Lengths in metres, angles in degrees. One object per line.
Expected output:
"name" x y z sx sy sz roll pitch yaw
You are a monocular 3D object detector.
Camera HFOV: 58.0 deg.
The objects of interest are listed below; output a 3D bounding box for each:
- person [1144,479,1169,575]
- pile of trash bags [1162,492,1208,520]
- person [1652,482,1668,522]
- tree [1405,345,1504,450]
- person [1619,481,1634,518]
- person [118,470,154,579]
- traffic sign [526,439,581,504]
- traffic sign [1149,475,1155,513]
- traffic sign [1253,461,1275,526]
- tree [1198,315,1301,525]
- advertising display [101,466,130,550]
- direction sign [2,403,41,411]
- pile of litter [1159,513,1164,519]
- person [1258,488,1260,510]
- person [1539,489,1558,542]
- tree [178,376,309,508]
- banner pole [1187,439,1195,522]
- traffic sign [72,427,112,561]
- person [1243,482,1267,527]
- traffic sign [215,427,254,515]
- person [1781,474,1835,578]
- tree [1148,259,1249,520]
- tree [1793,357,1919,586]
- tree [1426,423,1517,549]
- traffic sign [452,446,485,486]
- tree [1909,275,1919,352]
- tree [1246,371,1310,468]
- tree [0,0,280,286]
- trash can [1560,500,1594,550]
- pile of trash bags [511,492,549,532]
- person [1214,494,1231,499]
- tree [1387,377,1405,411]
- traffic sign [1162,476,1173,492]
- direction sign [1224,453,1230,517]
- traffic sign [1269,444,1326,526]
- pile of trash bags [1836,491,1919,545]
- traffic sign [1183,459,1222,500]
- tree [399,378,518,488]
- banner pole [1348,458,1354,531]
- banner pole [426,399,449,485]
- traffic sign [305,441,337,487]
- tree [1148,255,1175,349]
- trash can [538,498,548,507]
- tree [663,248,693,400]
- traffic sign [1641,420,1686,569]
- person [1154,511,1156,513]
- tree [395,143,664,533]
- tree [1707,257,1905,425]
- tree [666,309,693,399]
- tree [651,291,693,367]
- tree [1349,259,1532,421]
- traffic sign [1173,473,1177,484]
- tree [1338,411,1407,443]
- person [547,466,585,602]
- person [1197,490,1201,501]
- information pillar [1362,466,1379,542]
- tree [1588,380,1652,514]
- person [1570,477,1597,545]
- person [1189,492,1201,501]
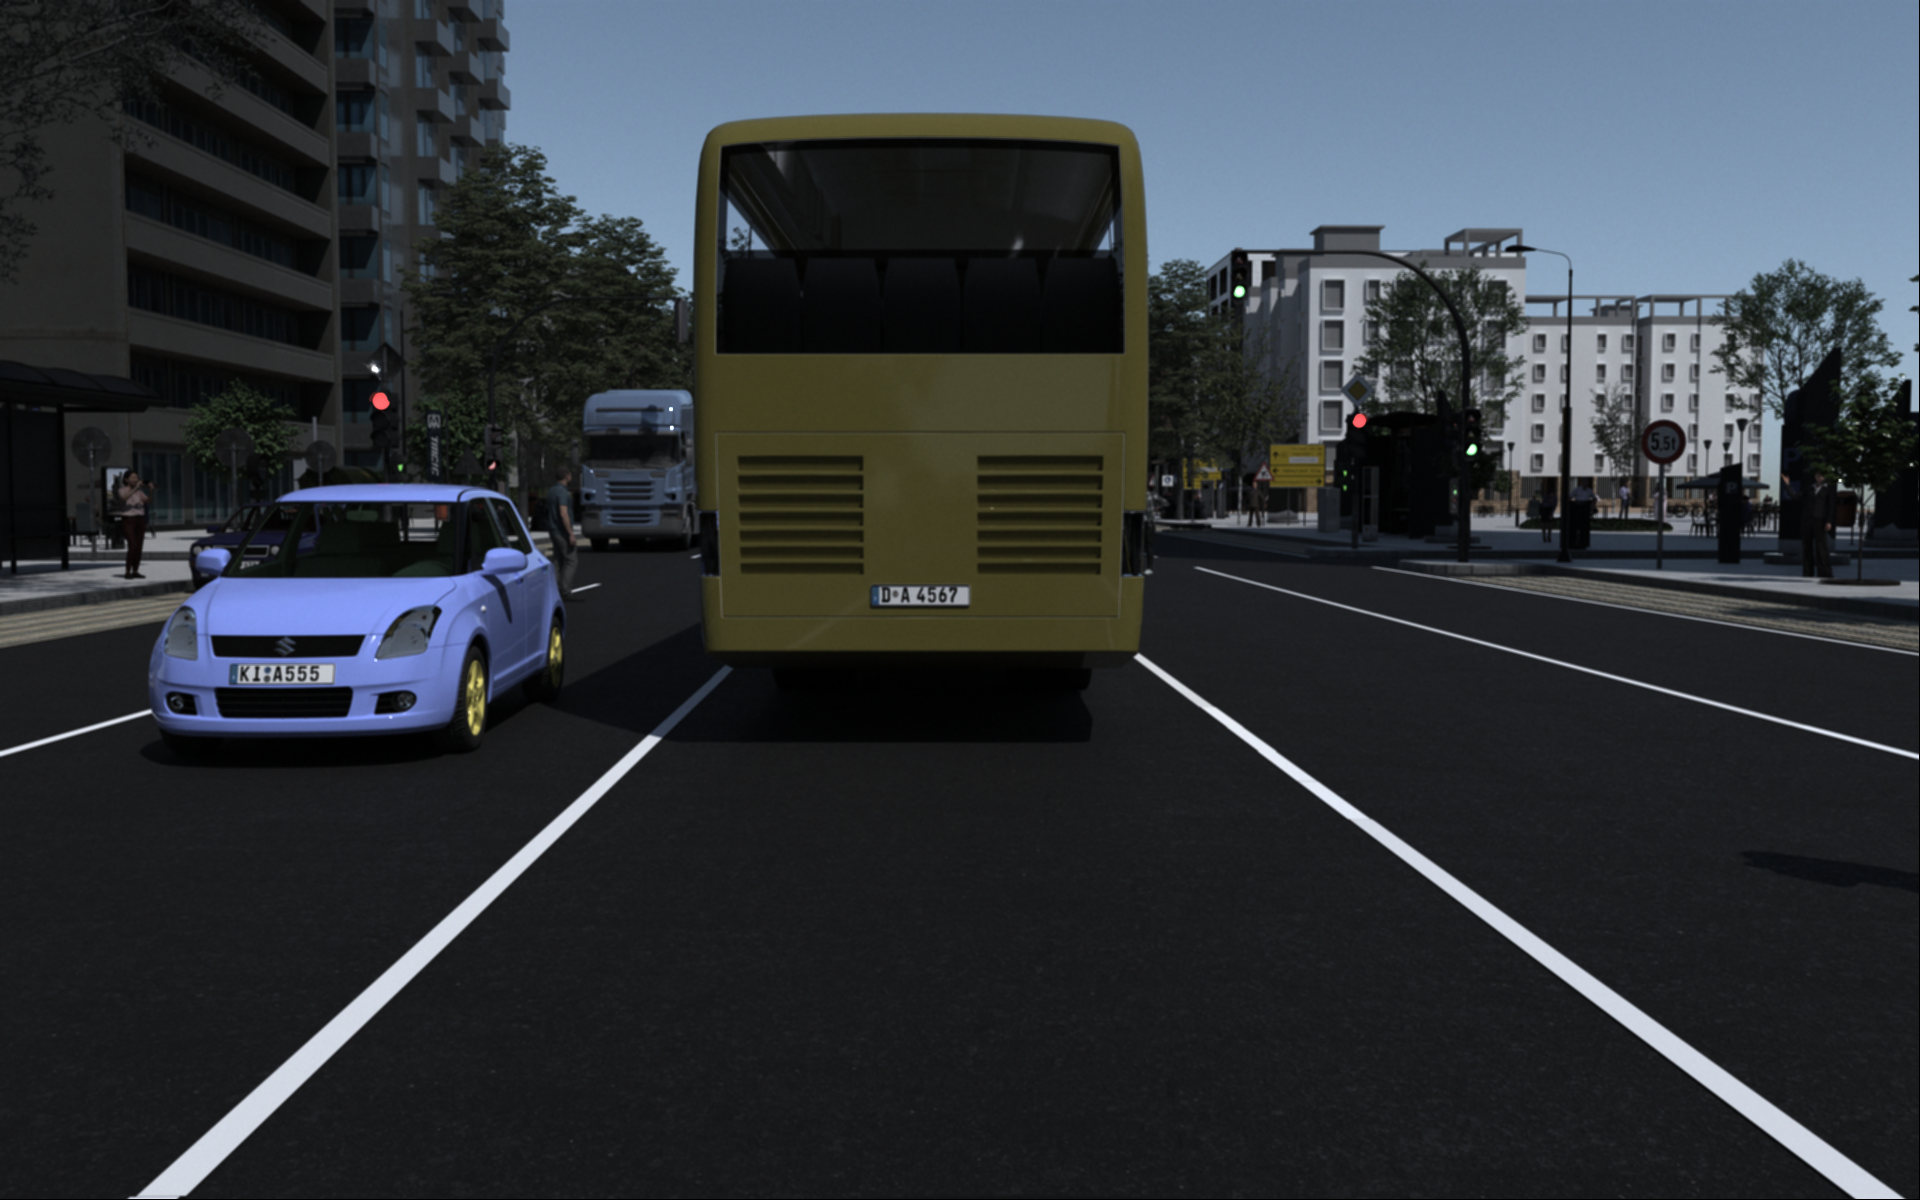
"person" 3.282 -1.323 30.859 0.841 1.734 0.376 3 5 40
"pile of trash bags" 11.192 -4.815 88.484 1.912 1.369 3.447 -1 4 -20
"person" 26.463 -3.595 65.497 0.551 1.740 0.621 1 4 12
"tree" 24.742 -8.293 85.961 4.737 8.622 4.395 0 3 0
"person" 28.550 -4.171 74.102 0.709 1.838 0.599 -2 4 -28
"person" -12.486 -1.148 26.277 0.517 1.644 0.566 -1 4 -20
"traffic sign" -15.088 -4.284 63.912 2.265 3.308 0.079 0 4 8
"traffic sign" 12.869 -7.045 115.186 0.884 2.594 0.081 0 4 7
"traffic sign" 12.064 -4.207 68.796 0.884 2.594 0.081 0 4 -1
"tree" 11.952 -7.467 72.442 4.737 8.622 4.395 0 3 0
"advertising display" -19.499 -2.131 40.057 0.123 1.923 0.974 0 4 7
"direction sign" -23.502 -3.147 43.456 0.876 3.537 0.379 -1 4 -13
"pile of litter" 11.044 -4.725 91.217 1.719 0.858 1.176 -2 4 -31
"person" 22.615 -7.668 132.220 0.742 1.727 0.445 2 4 32
"person" 15.651 -2.250 46.055 0.421 1.427 0.697 0 4 4
"tree" -20.042 -3.960 48.466 4.285 4.588 4.351 0 3 0
"banner pole" 10.470 -5.415 78.545 0.401 3.779 0.863 -1 4 -16
"traffic sign" -16.503 -2.008 32.939 0.768 2.556 0.104 0 3 0
"person" 11.530 -3.745 67.828 0.990 1.755 0.434 3 4 38
"traffic sign" -13.829 -2.013 33.016 0.768 2.556 0.104 0 4 3
"person" 13.031 -1.210 26.624 0.742 1.727 0.445 1 4 16
"tree" 10.356 -10.171 84.426 7.486 12.596 7.792 0 3 0
"tree" 12.836 -1.841 24.697 1.663 3.219 1.824 0 3 0
"tree" 12.023 -2.808 40.506 1.663 3.219 1.824 0 3 0
"traffic sign" -13.194 -2.843 46.495 0.884 2.594 0.081 0 4 0
"tree" 31.784 -8.095 50.474 7.486 12.596 7.792 0 3 0
"tree" 18.796 -9.309 102.567 4.360 8.622 3.978 0 3 0
"tree" -12.614 -6.589 18.095 12.009 13.543 11.850 0 3 0
"trash can" 14.241 -1.734 40.009 0.748 1.137 0.748 0 3 0
"pile of trash bags" -15.072 -3.098 60.397 1.912 1.369 3.447 -1 4 -9
"person" 21.148 -8.150 139.260 1.348 1.831 0.705 0 4 -1
"tree" 27.404 -9.530 106.183 4.737 8.622 4.395 0 3 0
"traffic sign" 11.370 -5.677 94.956 0.606 2.300 0.079 0 4 4
"direction sign" 14.656 -6.303 95.056 0.379 3.537 0.876 2 4 25
"traffic sign" 13.591 -4.647 69.859 2.265 3.308 0.079 0 4 5
"pile of trash bags" 23.679 -2.086 43.866 3.447 1.369 1.912 -1 4 -12
"traffic sign" 13.611 -6.339 97.519 2.265 3.308 0.079 0 4 2
"tree" -14.320 -4.022 49.478 4.285 4.588 4.351 0 3 0
"banner pole" 13.750 -4.311 60.495 0.401 3.779 0.863 2 4 24
"banner pole" -13.655 -3.393 45.492 0.401 3.779 0.863 3 4 38
"traffic sign" -15.211 -2.515 41.225 0.768 2.556 0.104 0 4 2
"tree" 11.235 -16.527 126.098 12.611 20.169 13.585 0 3 0
"trash can" -16.534 -3.514 69.108 0.748 1.137 0.748 0 3 0
"tree" -13.887 -9.318 70.470 7.486 12.596 7.792 0 3 0
"traffic sign" 12.032 -1.811 29.720 0.768 2.556 0.104 0 4 1
"person" 13.648 -6.963 119.889 1.348 1.824 0.705 3 4 39
"tree" -14.864 -8.487 56.891 7.486 12.596 7.792 0 3 0
"tree" 37.507 -9.265 77.238 9.928 11.665 9.643 0 3 0
"tree" -14.611 -12.439 110.038 9.857 13.997 8.962 0 3 0
"tree" -16.566 -16.514 125.890 12.611 20.169 13.585 0 3 0
"tree" 20.903 -9.170 75.693 9.928 11.665 9.643 0 3 0
"traffic sign" 12.507 -6.020 98.534 0.768 2.556 0.104 0 4 0
"tree" 16.461 -5.109 67.246 4.285 4.588 4.351 0 3 0
"person" -5.288 -0.890 23.186 0.434 1.807 0.598 -1 4 -23
"person" 16.937 -7.059 122.131 0.551 1.740 0.621 2 4 30
"information pillar" 10.968 -2.556 46.286 0.304 2.012 0.304 -3 5 -42
"tree" 42.260 -9.850 111.416 4.360 8.622 3.978 0 3 0
"person" 15.711 -2.245 43.683 0.756 1.711 0.436 0 4 7
"person" 16.085 -6.655 118.116 1.065 1.426 0.557 0 4 -4
